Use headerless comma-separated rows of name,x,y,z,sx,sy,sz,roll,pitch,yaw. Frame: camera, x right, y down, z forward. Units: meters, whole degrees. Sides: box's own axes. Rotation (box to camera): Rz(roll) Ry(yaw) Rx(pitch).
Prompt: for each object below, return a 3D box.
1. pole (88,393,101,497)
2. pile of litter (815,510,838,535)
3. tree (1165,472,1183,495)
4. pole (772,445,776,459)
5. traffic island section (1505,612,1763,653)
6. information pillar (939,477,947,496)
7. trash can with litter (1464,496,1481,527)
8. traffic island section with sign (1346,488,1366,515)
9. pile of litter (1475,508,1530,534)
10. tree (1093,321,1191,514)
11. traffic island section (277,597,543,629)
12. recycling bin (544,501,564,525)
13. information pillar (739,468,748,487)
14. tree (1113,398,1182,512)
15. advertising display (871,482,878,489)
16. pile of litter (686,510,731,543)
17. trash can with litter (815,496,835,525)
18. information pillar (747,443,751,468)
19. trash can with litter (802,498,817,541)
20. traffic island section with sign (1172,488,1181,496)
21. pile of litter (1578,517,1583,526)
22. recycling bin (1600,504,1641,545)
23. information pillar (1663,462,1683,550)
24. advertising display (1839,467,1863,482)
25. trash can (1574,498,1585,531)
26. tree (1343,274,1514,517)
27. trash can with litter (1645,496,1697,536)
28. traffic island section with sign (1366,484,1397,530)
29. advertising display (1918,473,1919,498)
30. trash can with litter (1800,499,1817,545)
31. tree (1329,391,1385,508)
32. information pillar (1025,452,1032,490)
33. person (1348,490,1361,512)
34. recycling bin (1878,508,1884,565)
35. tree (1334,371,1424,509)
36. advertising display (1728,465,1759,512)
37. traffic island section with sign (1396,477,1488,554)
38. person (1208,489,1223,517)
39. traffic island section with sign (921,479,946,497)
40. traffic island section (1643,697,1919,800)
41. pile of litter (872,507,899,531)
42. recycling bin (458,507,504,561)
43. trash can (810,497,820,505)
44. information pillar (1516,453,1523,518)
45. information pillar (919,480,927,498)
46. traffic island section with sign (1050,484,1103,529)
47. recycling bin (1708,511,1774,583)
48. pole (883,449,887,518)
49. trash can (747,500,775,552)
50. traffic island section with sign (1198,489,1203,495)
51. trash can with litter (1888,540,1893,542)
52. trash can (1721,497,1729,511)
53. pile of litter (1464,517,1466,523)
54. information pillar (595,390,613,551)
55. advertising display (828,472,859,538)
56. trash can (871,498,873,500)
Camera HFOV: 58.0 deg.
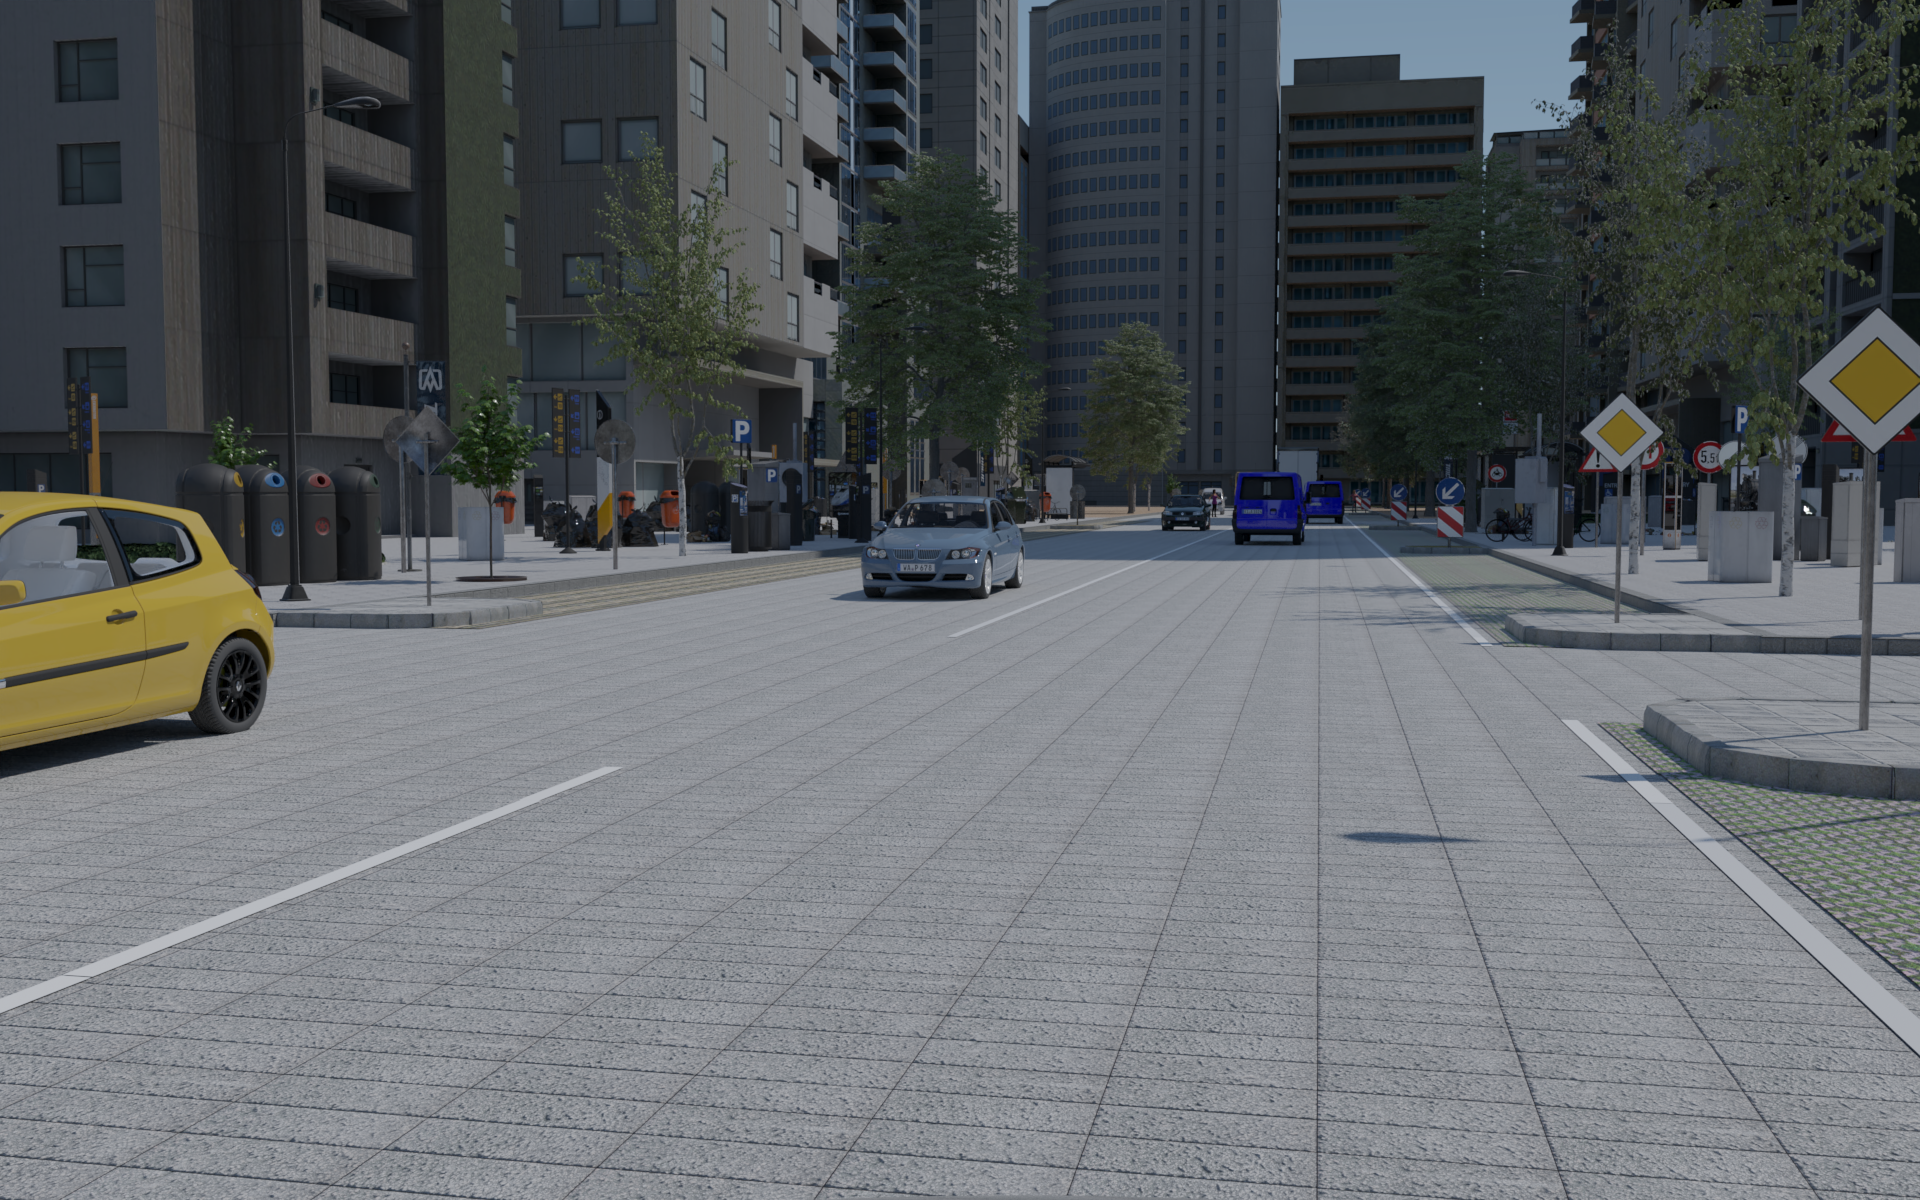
pole,-17.585,-2.529,35.186,0.158,3.312,0.155,0,3,0
pile of litter,-4.352,-2.498,54.808,1.176,0.858,1.719,1,4,22
tree,18.151,-9.465,149.361,1.663,3.219,1.824,0,3,0
pole,-7.709,-4.775,71.911,0.158,3.312,0.155,0,3,0
traffic island section,6.560,0.308,17.245,2.009,0.180,2.903,1,4,12
information pillar,-0.726,-4.172,72.711,0.304,2.012,0.304,1,4,10
trash can with litter,19.822,-3.411,66.835,2.233,1.210,1.678,-3,4,-36
traffic island section with sign,27.262,-6.621,116.881,1.989,1.847,2.006,1,4,12
pile of litter,17.525,-2.561,55.832,1.176,0.858,1.719,-3,5,-43
tree,11.673,-11.964,113.731,7.486,12.596,7.792,0,3,0
traffic island section,-6.111,0.147,19.872,2.009,0.180,2.903,1,4,12
recycling bin,-14.808,-3.063,62.635,0.722,1.027,0.722,2,4,34
information pillar,-6.160,-2.767,49.727,0.304,2.012,0.304,1,4,11
tree,14.623,-11.119,132.165,4.737,8.622,4.395,0,3,0
advertising display,-4.746,-5.412,93.700,0.123,1.923,0.974,2,4,28
pile of litter,-6.833,-1.978,46.298,1.176,0.858,1.719,3,5,45
trash can with litter,-6.131,-3.687,71.332,2.233,1.210,1.678,-1,4,-17
information pillar,-8.857,-4.976,72.707,0.183,3.616,0.504,-1,4,-20
trash can with litter,-4.404,-2.176,46.968,1.055,1.170,0.624,0,4,-8
traffic island section with sign,15.040,-6.818,120.097,1.989,1.847,2.006,1,4,12
pile of litter,22.667,-3.125,65.059,1.719,0.858,1.176,-1,4,-21
recycling bin,16.935,-1.948,44.399,0.722,1.027,0.722,-2,4,-34
information pillar,16.378,-2.159,39.798,0.304,2.012,0.304,3,5,45
advertising display,21.354,-2.238,41.798,0.974,1.923,0.123,2,4,33
trash can,20.168,-2.777,57.056,0.748,1.137,0.748,0,3,0
tree,26.916,-11.728,98.402,9.857,13.997,8.962,0,3,0
trash can with litter,22.231,-2.629,54.036,2.233,1.210,1.678,1,4,9
traffic island section with sign,17.309,-3.687,68.913,1.989,1.847,2.006,1,4,12
advertising display,27.428,-2.653,48.598,0.974,1.923,0.123,3,5,40
trash can with litter,19.181,-1.693,39.064,0.624,1.170,1.055,-1,4,-10
tree,39.867,-15.415,162.397,12.009,13.543,11.850,0,3,0
information pillar,3.700,-6.266,93.799,0.504,3.616,0.183,3,5,40
person,30.688,-7.668,134.591,1.217,1.743,0.721,-1,4,-16
recycling bin,16.419,-1.170,31.691,0.722,1.027,0.722,1,4,17
tree,37.340,-14.265,150.242,9.611,12.733,9.660,0,3,0
advertising display,17.270,-1.998,37.874,0.123,1.923,0.974,-2,4,-30
traffic island section with sign,11.713,-2.040,41.986,1.989,1.847,2.006,1,4,12
person,15.754,-5.975,106.881,1.217,1.739,0.721,-3,4,-38
traffic island section with sign,-0.729,-2.173,44.149,1.989,1.847,2.006,1,4,12
traffic island section,4.936,0.786,9.426,2.009,0.180,2.903,1,4,12
pile of litter,-2.529,-2.817,60.016,1.176,0.858,1.719,-3,5,-44
recycling bin,-9.271,-1.283,33.527,0.722,1.027,0.722,-2,4,-30
trash can,-6.699,-4.087,78.482,0.748,1.137,0.748,0,3,0
information pillar,27.772,-5.787,85.966,0.504,3.616,0.183,-3,4,-37
information pillar,-1.919,-5.202,89.546,0.304,2.012,0.304,2,4,29
traffic island section with sign,4.807,-3.803,70.805,1.989,1.847,2.006,1,4,12
recycling bin,11.403,-0.780,25.310,0.722,1.027,0.722,1,4,9
pole,-3.372,-5.136,77.809,0.158,3.312,0.155,0,3,0
trash can,-4.510,-1.654,38.691,0.748,1.137,0.748,0,3,0
traffic island section with sign,20.588,-8.449,146.776,1.989,1.847,2.006,1,4,12
trash can with litter,25.832,-2.133,45.924,2.233,1.210,1.678,1,4,19
trash can,36.537,-4.318,82.258,0.748,1.137,0.748,0,3,0
pile of litter,21.711,-3.797,76.053,1.719,0.858,1.176,-2,4,-31
information pillar,-7.984,-2.906,38.862,0.504,3.616,0.183,3,5,44
advertising display,-3.366,-2.751,50.194,0.974,1.923,0.123,2,4,26
trash can,-3.295,-2.852,58.288,0.748,1.137,0.748,0,3,0
